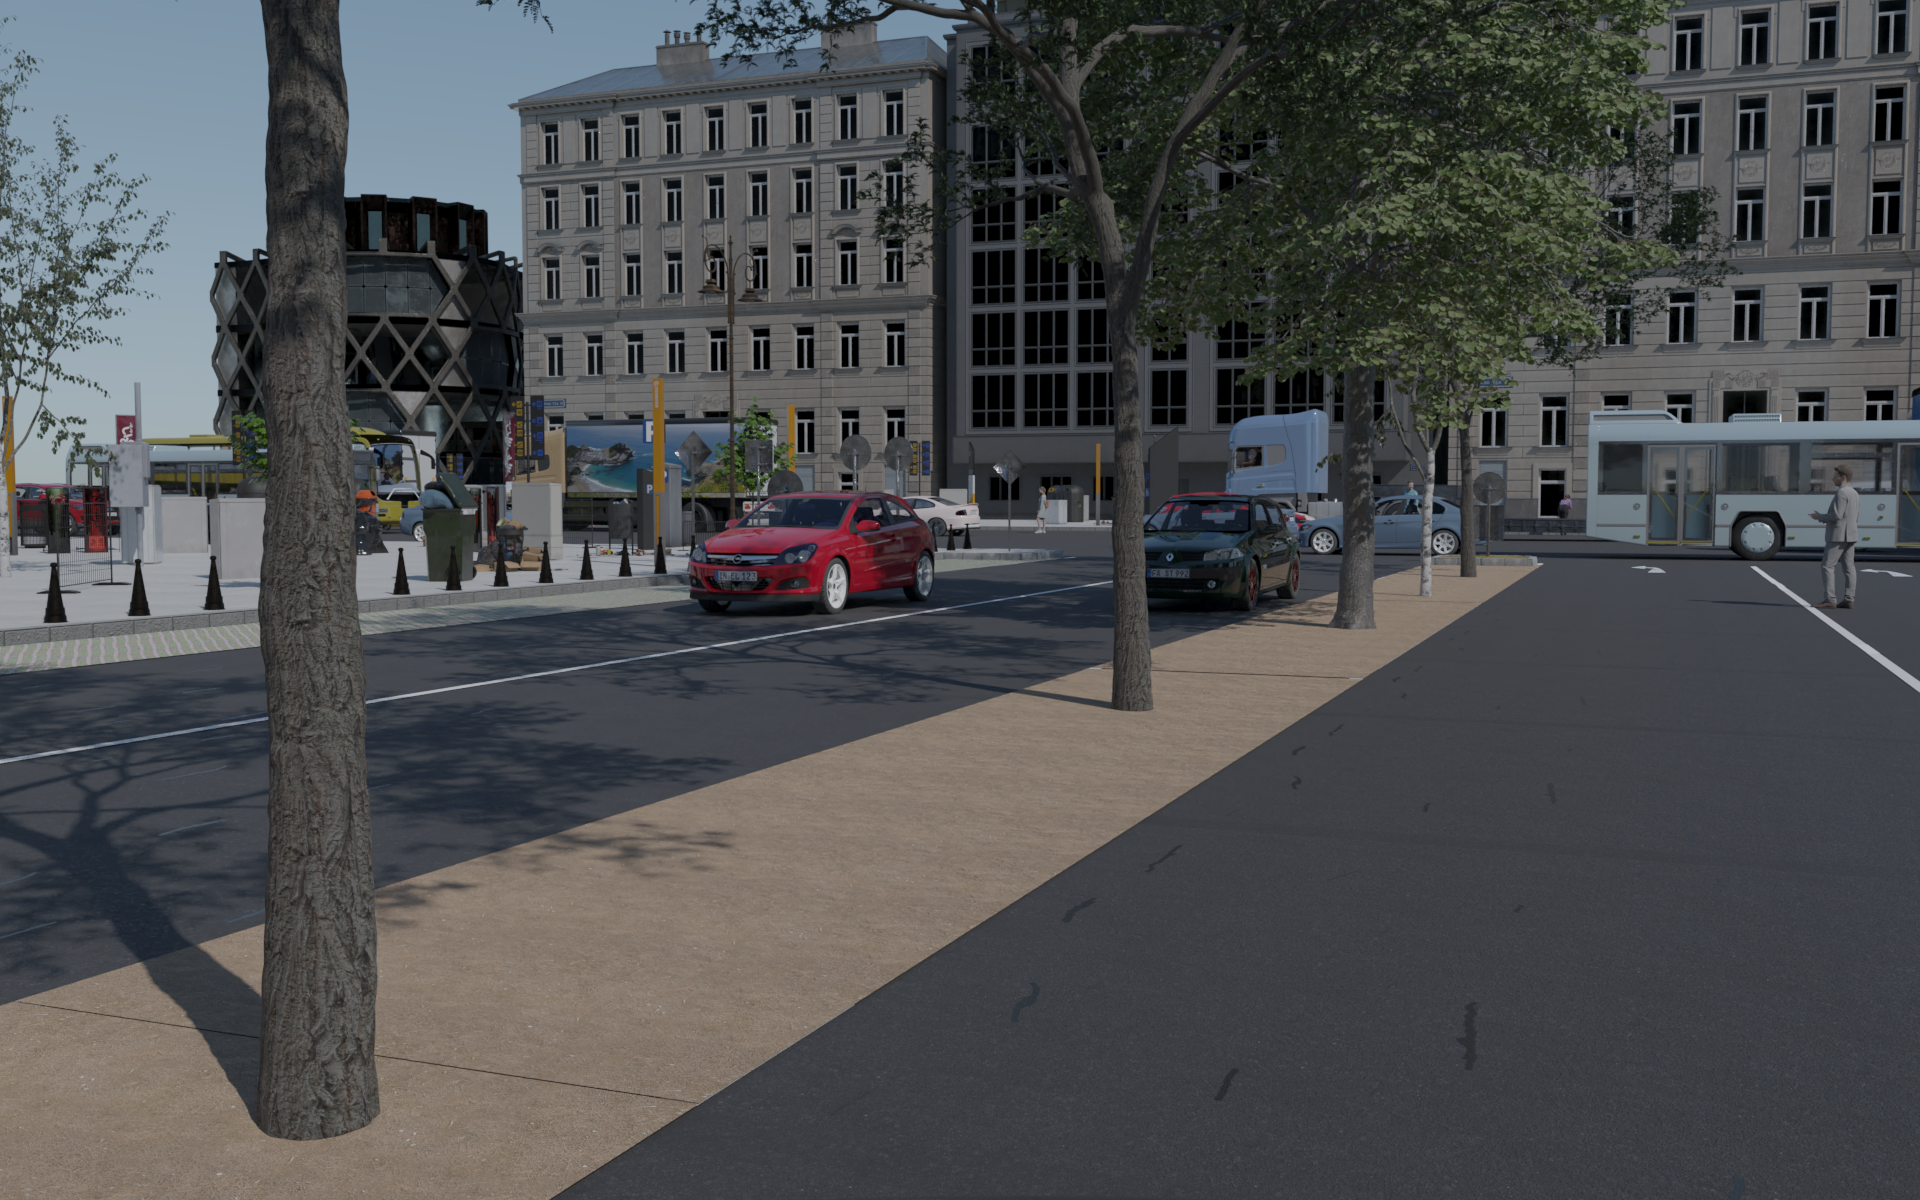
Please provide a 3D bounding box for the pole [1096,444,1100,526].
[{"bbox_3d":[5.608,-4.678,70.325,0.158,3.312,0.155,0,3,0],"label":"pole"}]

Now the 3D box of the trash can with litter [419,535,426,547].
[{"bbox_3d":[-12.705,-1.894,42.357,1.055,1.170,0.624,-1,4,-15],"label":"trash can with litter"}]

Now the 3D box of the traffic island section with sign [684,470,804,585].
[{"bbox_3d":[-3.036,-1.159,27.577,1.989,1.847,2.006,1,4,22],"label":"traffic island section with sign"}]

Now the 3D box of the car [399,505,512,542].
[{"bbox_3d":[-14.083,-2.346,50.359,4.499,1.417,2.014,1,4,20],"label":"car"}]

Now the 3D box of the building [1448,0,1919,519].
[{"bbox_3d":[35.156,-17.150,77.658,25.104,27.353,12.463,1,4,22],"label":"building"}]

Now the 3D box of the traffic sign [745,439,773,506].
[{"bbox_3d":[-3.782,-1.861,32.554,0.606,2.300,0.079,2,4,25],"label":"traffic sign"}]

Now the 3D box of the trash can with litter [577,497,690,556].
[{"bbox_3d":[-6.750,-1.539,36.213,2.233,1.210,1.678,1,4,9],"label":"trash can with litter"}]

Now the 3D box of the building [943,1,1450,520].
[{"bbox_3d":[12.410,-17.970,87.315,24.014,27.812,14.314,1,4,22],"label":"building"}]

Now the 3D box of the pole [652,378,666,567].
[{"bbox_3d":[-5.320,-2.249,30.619,0.158,3.312,0.155,0,3,0],"label":"pole"}]

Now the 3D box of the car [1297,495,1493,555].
[{"bbox_3d":[10.241,-1.767,40.892,4.499,1.417,2.014,1,4,22],"label":"car"}]

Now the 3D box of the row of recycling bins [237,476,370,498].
[{"bbox_3d":[-15.596,-2.085,41.196,1.069,1.692,3.534,2,4,30],"label":"row of recycling bins"}]

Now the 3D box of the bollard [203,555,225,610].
[{"bbox_3d":[-8.273,-0.193,19.201,0.229,0.601,0.229,0,3,0],"label":"bollard"}]

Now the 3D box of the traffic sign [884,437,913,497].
[{"bbox_3d":[-1.382,-2.347,38.487,0.768,2.556,0.104,2,4,31],"label":"traffic sign"}]

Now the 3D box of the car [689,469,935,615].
[{"bbox_3d":[-1.807,-0.801,22.136,2.155,1.783,4.494,1,4,21],"label":"car"}]

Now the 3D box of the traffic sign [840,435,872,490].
[{"bbox_3d":[-2.257,-2.268,37.184,0.768,2.556,0.104,2,4,25],"label":"traffic sign"}]

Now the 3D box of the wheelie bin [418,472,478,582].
[{"bbox_3d":[-7.544,-1.076,25.505,0.693,1.594,0.980,0,4,7],"label":"wheelie bin"}]

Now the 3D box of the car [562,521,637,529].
[{"bbox_3d":[-14.962,-3.804,71.990,4.222,1.686,2.009,2,4,24],"label":"car"}]

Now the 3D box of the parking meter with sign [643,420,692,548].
[{"bbox_3d":[-6.984,-2.774,41.619,0.543,3.016,1.738,1,4,15],"label":"parking meter with sign"}]

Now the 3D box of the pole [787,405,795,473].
[{"bbox_3d":[-3.881,-2.810,39.784,0.158,3.312,0.155,0,3,0],"label":"pole"}]

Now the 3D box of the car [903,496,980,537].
[{"bbox_3d":[-1.671,-2.899,59.757,4.827,1.381,2.083,1,4,23],"label":"car"}]

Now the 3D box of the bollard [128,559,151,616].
[{"bbox_3d":[-8.651,-0.135,18.243,0.229,0.601,0.229,0,3,0],"label":"bollard"}]

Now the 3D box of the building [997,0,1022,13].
[{"bbox_3d":[14.533,-31.910,145.423,21.300,48.544,21.600,1,4,22],"label":"building"}]

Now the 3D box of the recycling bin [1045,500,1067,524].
[{"bbox_3d":[4.085,-3.737,73.650,0.722,1.027,0.722,2,4,31],"label":"recycling bin"}]

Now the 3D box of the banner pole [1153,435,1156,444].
[{"bbox_3d":[8.403,-5.088,73.212,0.863,3.779,0.401,3,5,40],"label":"banner pole"}]

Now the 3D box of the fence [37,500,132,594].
[{"bbox_3d":[-11.779,-0.741,23.320,0.480,1.192,2.264,-1,4,-9],"label":"fence"}]

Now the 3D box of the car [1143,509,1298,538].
[{"bbox_3d":[6.587,-2.049,45.500,4.499,1.417,2.014,1,4,21],"label":"car"}]

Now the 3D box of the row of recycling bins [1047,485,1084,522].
[{"bbox_3d":[4.889,-4.451,79.879,1.069,1.692,3.534,-1,4,-13],"label":"row of recycling bins"}]

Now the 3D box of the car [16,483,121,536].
[{"bbox_3d":[-31.536,-3.156,60.273,5.304,1.827,2.281,1,4,21],"label":"car"}]

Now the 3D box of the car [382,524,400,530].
[{"bbox_3d":[-21.387,-3.577,68.704,3.980,1.641,2.015,2,4,23],"label":"car"}]

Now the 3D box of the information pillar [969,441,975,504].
[{"bbox_3d":[0.510,-5.224,76.765,0.183,3.616,0.504,-2,4,-23],"label":"information pillar"}]

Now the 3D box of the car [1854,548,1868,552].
[{"bbox_3d":[21.458,-2.097,43.885,3.694,1.707,1.945,1,4,21],"label":"car"}]

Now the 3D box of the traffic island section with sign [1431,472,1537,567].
[{"bbox_3d":[10.698,-1.659,35.257,2.006,1.907,1.989,1,4,22],"label":"traffic island section with sign"}]

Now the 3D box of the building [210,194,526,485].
[{"bbox_3d":[-35.052,-14.688,107.607,16.811,18.784,16.820,1,4,22],"label":"building"}]

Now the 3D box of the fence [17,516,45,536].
[{"bbox_3d":[-25.338,-1.906,46.539,0.278,0.683,2.069,1,4,21],"label":"fence"}]

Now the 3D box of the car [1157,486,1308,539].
[{"bbox_3d":[7.763,-2.470,49.424,4.494,1.783,2.155,1,4,23],"label":"car"}]

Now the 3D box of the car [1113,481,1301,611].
[{"bbox_3d":[3.294,-0.790,22.702,2.009,1.686,4.222,1,4,23],"label":"car"}]

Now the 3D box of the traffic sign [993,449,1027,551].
[{"bbox_3d":[1.110,-2.148,38.760,0.795,2.450,0.064,1,4,22],"label":"traffic sign"}]

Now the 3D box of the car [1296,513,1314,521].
[{"bbox_3d":[8.764,-2.540,53.898,4.827,1.381,2.083,1,4,22],"label":"car"}]

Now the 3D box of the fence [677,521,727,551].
[{"bbox_3d":[-5.579,-1.403,38.318,0.278,0.683,2.069,-3,5,-42],"label":"fence"}]

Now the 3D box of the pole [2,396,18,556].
[{"bbox_3d":[-19.795,-2.584,36.088,0.158,3.312,0.155,0,3,0],"label":"pole"}]

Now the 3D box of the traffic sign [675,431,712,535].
[{"bbox_3d":[-4.859,-1.857,31.543,0.795,2.450,0.064,2,4,24],"label":"traffic sign"}]

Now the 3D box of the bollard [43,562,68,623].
[{"bbox_3d":[-9.036,-0.076,17.285,0.229,0.601,0.229,0,3,0],"label":"bollard"}]

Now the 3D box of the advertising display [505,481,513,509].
[{"bbox_3d":[-21.414,-4.786,83.467,0.974,1.923,0.123,0,4,4],"label":"advertising display"}]

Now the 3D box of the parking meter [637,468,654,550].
[{"bbox_3d":[-7.185,-2.078,39.693,0.255,1.863,0.399,3,4,37],"label":"parking meter"}]

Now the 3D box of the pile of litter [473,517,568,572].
[{"bbox_3d":[-7.438,-0.915,28.923,1.719,0.858,1.176,0,4,-2],"label":"pile of litter"}]

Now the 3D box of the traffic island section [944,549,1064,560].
[{"bbox_3d":[1.085,-1.012,38.831,2.009,0.180,2.903,1,4,22],"label":"traffic island section"}]

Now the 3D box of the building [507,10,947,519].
[{"bbox_3d":[-10.705,-18.250,95.652,25.104,27.353,12.463,1,4,22],"label":"building"}]

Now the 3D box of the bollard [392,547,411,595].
[{"bbox_3d":[-7.122,-0.369,22.076,0.229,0.601,0.229,0,3,0],"label":"bollard"}]

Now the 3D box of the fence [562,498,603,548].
[{"bbox_3d":[-9.488,-1.872,41.807,2.264,1.192,0.480,3,5,43],"label":"fence"}]
